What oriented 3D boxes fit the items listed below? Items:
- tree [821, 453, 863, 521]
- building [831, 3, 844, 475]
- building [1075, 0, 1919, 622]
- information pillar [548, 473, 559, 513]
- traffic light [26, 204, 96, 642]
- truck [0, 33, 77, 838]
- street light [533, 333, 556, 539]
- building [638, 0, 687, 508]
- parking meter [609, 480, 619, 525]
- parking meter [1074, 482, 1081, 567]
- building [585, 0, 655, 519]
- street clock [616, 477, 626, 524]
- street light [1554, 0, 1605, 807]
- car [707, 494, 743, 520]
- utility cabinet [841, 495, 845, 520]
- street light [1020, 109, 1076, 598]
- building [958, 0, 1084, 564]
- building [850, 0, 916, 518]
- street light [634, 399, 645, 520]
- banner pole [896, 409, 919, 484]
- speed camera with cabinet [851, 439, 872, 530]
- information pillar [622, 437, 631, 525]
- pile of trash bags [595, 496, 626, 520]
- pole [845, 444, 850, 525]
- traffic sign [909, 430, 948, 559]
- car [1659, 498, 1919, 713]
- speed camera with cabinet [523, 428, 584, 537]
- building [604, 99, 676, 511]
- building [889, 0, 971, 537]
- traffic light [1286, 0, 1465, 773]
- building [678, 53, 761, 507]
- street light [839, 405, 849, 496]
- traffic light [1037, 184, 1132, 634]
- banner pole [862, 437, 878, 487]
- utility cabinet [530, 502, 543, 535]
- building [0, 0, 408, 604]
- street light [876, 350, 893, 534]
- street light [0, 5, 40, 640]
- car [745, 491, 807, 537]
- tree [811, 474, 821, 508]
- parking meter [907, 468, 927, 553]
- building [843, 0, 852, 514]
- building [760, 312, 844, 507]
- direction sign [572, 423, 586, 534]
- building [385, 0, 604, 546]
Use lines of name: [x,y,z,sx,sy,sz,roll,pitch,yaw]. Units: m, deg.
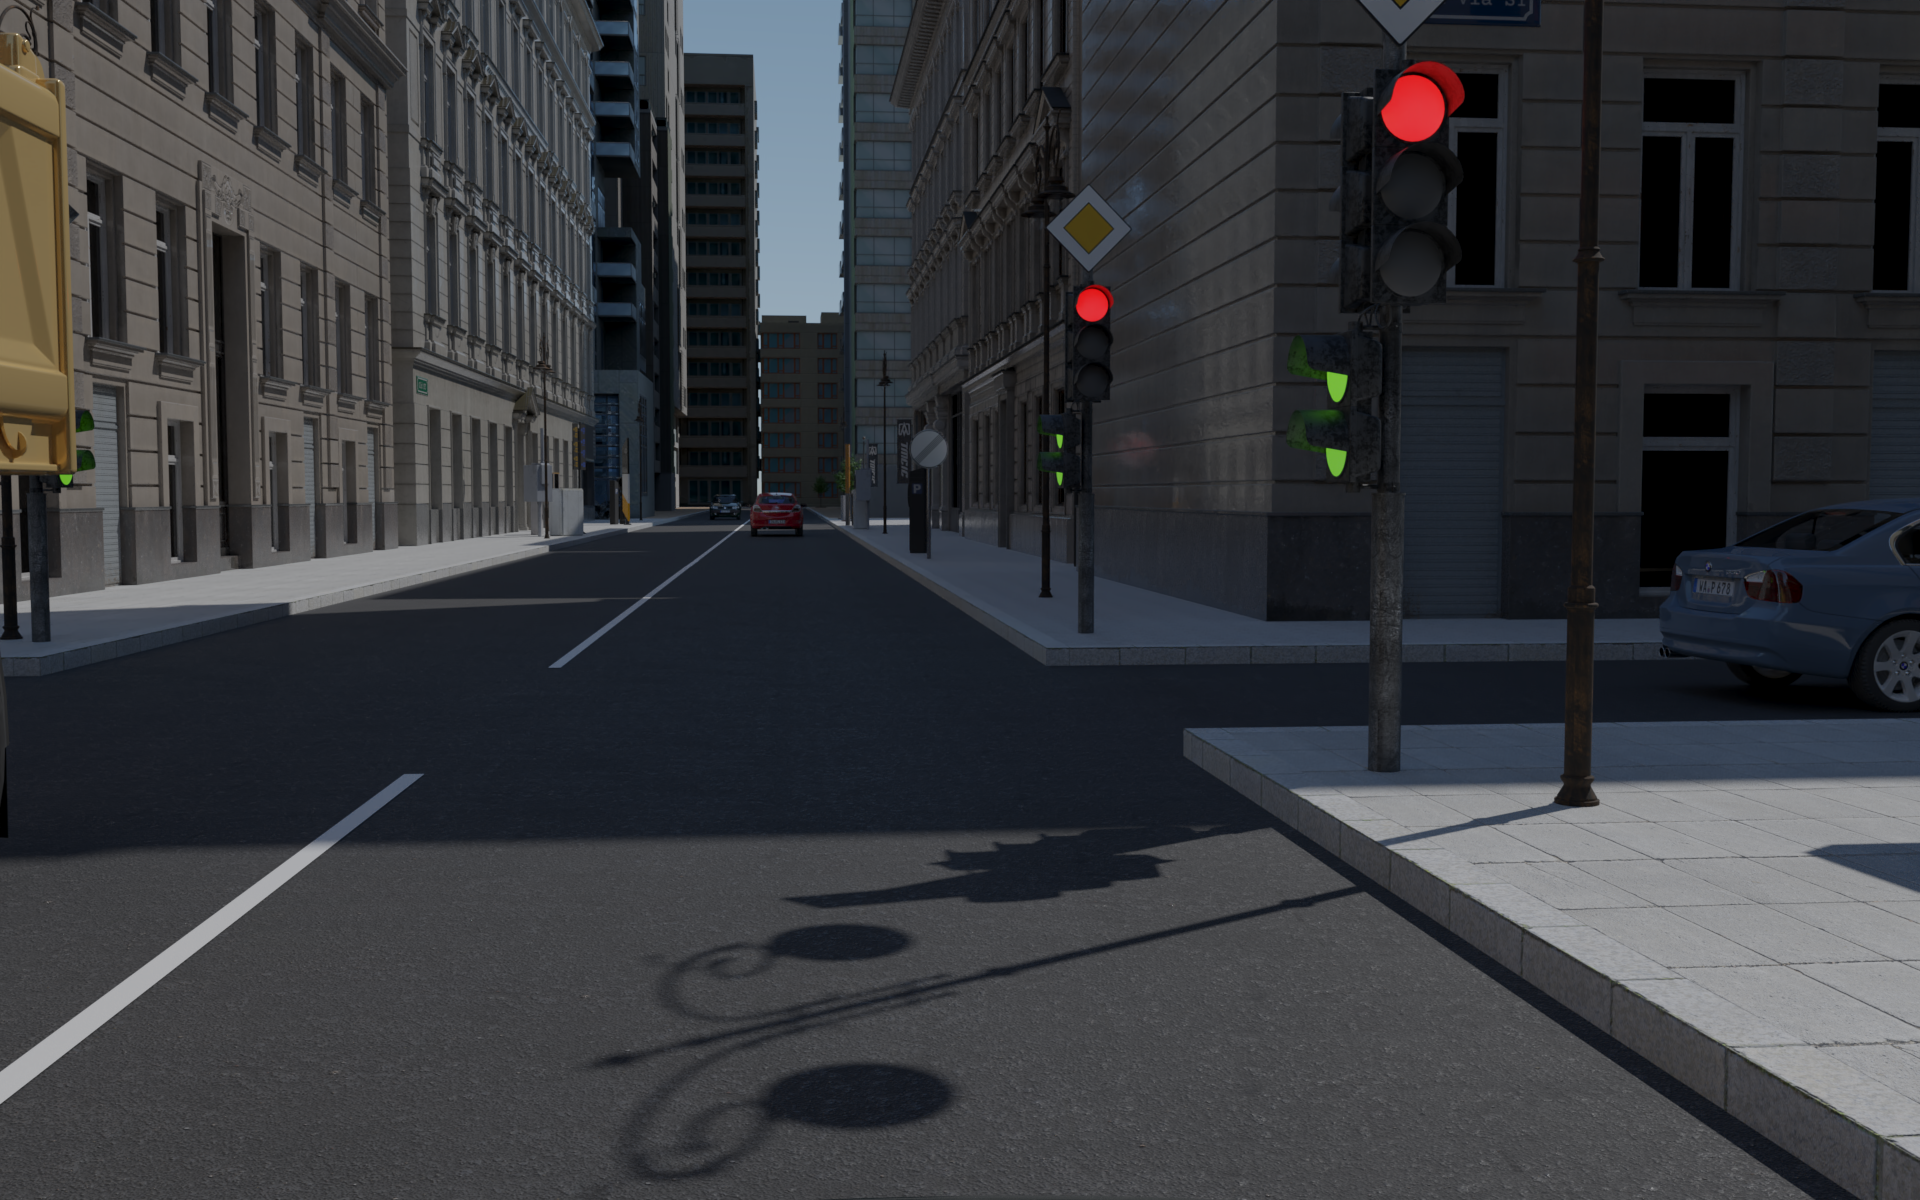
tree: [-5.810,-5.729,88.276,1.663,3.219,1.824,0,3,0]
building: [0.796,-32.499,150.972,23.786,49.044,30.456,0,4,-6]
building: [14.569,-13.831,23.407,25.104,27.353,12.463,0,4,-6]
information pillar: [-14.075,-3.393,59.969,0.304,2.012,0.304,2,4,26]
traffic light: [-7.969,-1.591,14.937,0.839,4.253,0.868,0,4,-6]
truck: [-4.199,-0.364,1.882,3.469,3.379,9.791,0,4,-6]
street light: [-11.892,-4.703,49.687,0.468,5.910,1.993,0,4,-6]
building: [-37.301,-34.166,147.846,27.495,52.752,28.713,0,4,-6]
parking meter: [-14.549,-4.105,72.834,0.255,1.863,0.399,1,4,14]
parking meter: [2.155,-1.531,30.739,0.255,1.863,0.399,0,4,6]
building: [-29.387,-48.280,102.054,22.319,86.520,31.000,0,4,-6]
street clock: [-14.311,-4.209,73.385,0.471,2.002,0.358,-3,5,-41]
street light: [2.559,-2.093,7.005,0.468,5.910,1.993,0,4,-6]
car: [-13.130,-5.331,96.946,2.009,1.686,4.222,0,4,-7]
utility cabinet: [-5.629,-4.498,84.707,0.306,1.237,1.020,-1,4,-10]
street light: [1.066,-2.970,21.344,0.468,5.910,1.993,0,4,-6]
building: [5.732,-10.777,40.826,10.561,19.102,19.286,0,4,-6]
building: [0.660,-25.458,99.840,14.154,41.232,14.086,0,4,-6]
street light: [-15.568,-6.823,84.347,0.468,5.910,1.993,0,4,-6]
banner pole: [-1.487,-3.725,50.916,0.863,3.779,0.401,1,4,22]
speed camera with cabinet: [-3.616,-4.217,63.282,0.660,3.252,2.038,0,4,-8]
information pillar: [-13.852,-4.923,71.851,0.183,3.616,0.504,-3,4,-39]
pile of trash bags: [-18.382,-4.770,87.735,3.447,1.369,1.912,2,4,35]
pole: [-4.597,-4.713,70.905,0.158,3.312,0.155,0,3,0]
traffic sign: [-0.615,-2.090,34.275,0.768,2.556,0.104,0,4,-2]
car: [7.348,-0.017,12.282,4.499,1.417,2.014,0,4,-6]
speed camera with cabinet: [-12.357,-3.568,52.671,0.660,3.252,2.038,2,4,29]
building: [-28.449,-21.699,126.487,14.160,30.474,14.107,0,4,-6]
building: [2.465,-13.487,71.428,10.553,20.767,40.483,0,4,-6]
traffic light: [1.952,-1.163,7.932,0.839,4.253,0.868,0,4,-6]
building: [-32.113,-34.227,183.314,21.600,48.544,21.300,0,4,-6]
street light: [-6.049,-7.189,90.321,0.468,5.910,1.993,0,4,-6]
traffic light: [1.144,-1.649,15.876,0.839,4.253,0.868,0,4,-6]
banner pole: [-3.971,-5.237,75.642,0.863,3.779,0.401,1,4,13]
utility cabinet: [-13.308,-2.651,54.512,0.306,1.237,1.020,0,4,-8]
building: [-17.641,-14.078,27.436,12.463,27.353,25.104,0,4,-6]
street light: [-2.425,-5.080,55.839,0.468,5.910,1.993,0,4,-6]
street light: [-8.391,-2.590,15.140,0.468,5.910,1.993,0,4,-6]
car: [-6.353,-3.114,59.950,2.155,1.783,4.494,0,4,-6]
tree: [-13.329,-10.600,167.905,1.663,3.219,1.824,0,3,0]
parking meter: [-0.924,-1.948,37.560,0.399,1.863,0.255,1,4,8]
building: [2.350,-35.395,120.701,21.231,58.520,28.212,0,4,-6]
building: [-7.098,-21.072,189.572,28.899,21.520,27.650,0,4,-6]
direction sign: [-12.259,-3.901,55.781,0.379,3.537,0.876,1,4,13]
building: [-23.371,-17.480,62.219,17.030,29.872,44.131,0,4,-6]
